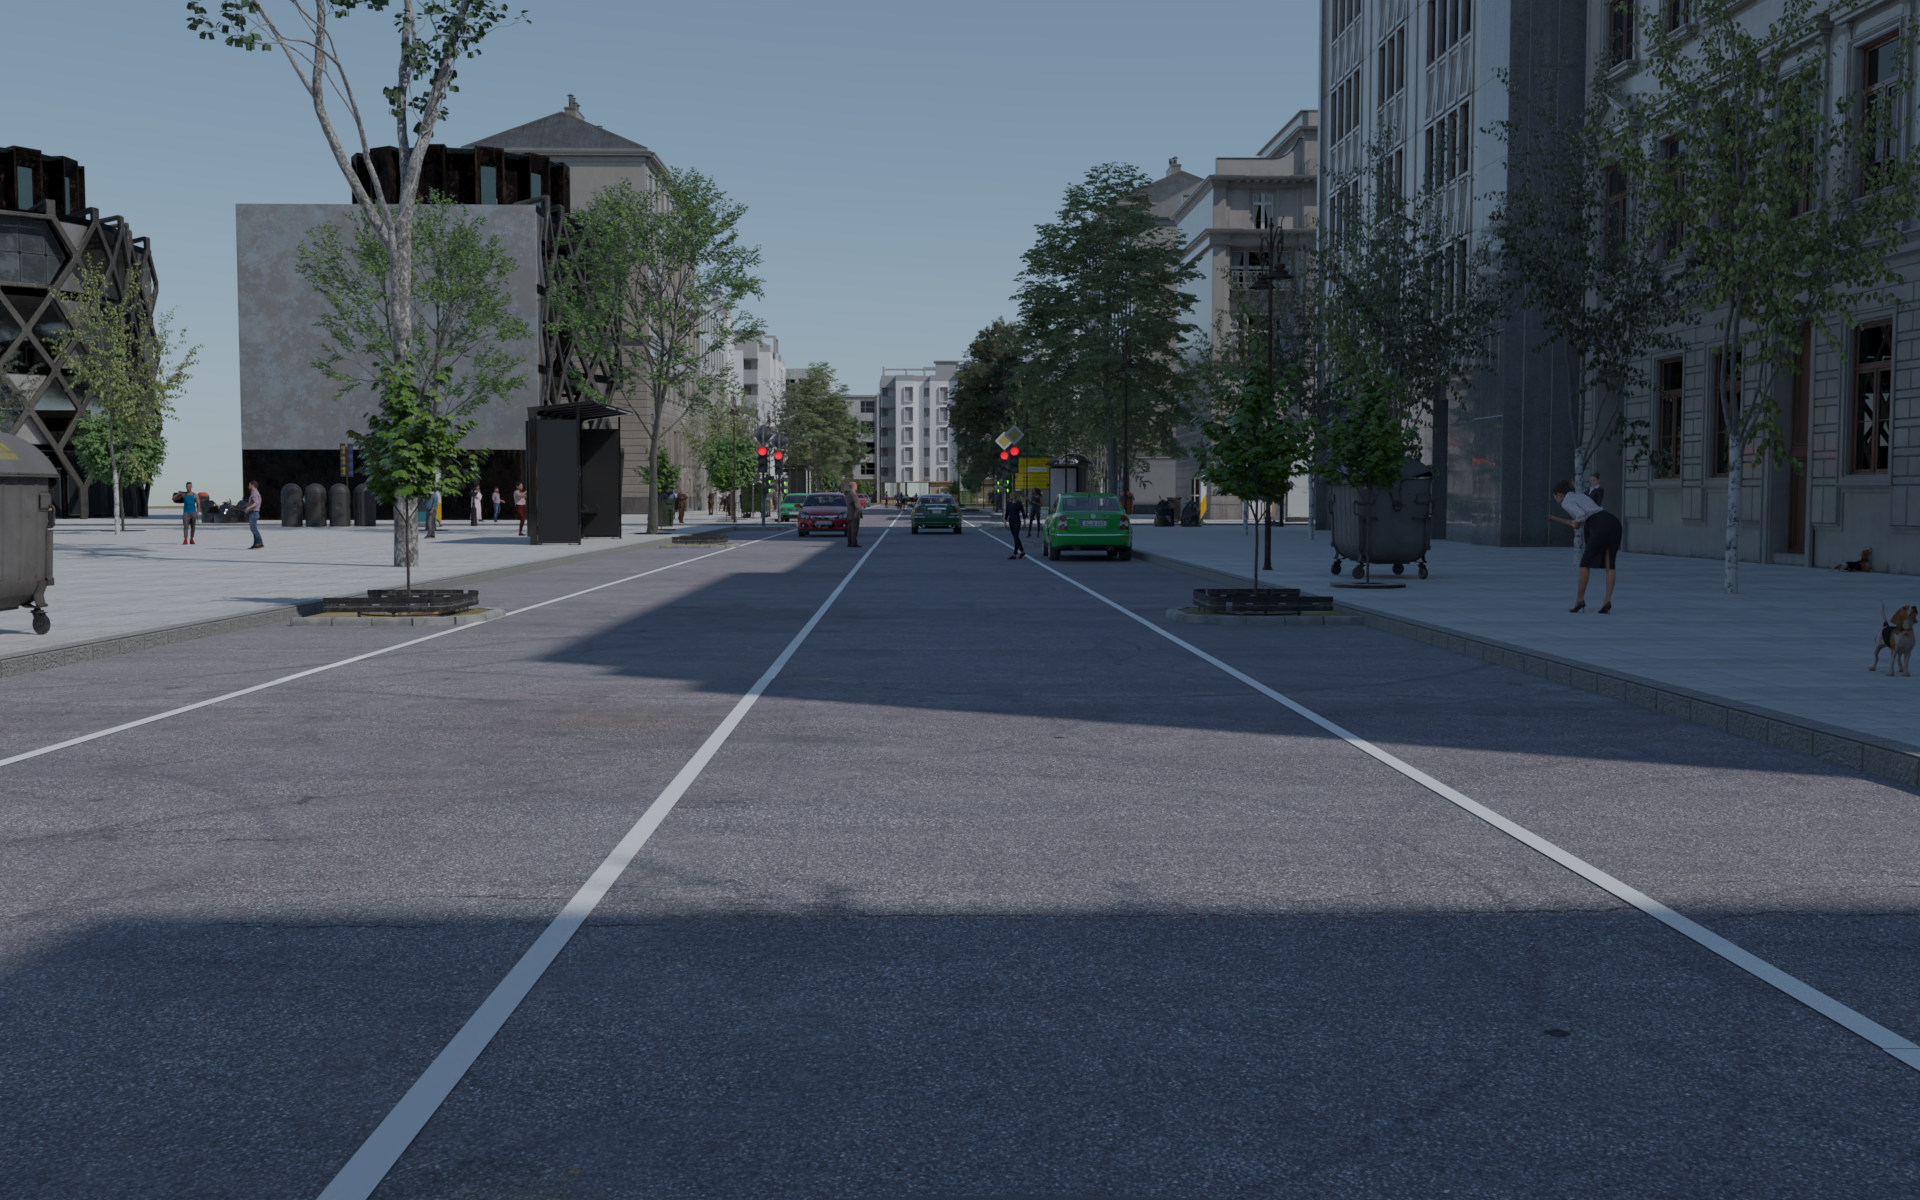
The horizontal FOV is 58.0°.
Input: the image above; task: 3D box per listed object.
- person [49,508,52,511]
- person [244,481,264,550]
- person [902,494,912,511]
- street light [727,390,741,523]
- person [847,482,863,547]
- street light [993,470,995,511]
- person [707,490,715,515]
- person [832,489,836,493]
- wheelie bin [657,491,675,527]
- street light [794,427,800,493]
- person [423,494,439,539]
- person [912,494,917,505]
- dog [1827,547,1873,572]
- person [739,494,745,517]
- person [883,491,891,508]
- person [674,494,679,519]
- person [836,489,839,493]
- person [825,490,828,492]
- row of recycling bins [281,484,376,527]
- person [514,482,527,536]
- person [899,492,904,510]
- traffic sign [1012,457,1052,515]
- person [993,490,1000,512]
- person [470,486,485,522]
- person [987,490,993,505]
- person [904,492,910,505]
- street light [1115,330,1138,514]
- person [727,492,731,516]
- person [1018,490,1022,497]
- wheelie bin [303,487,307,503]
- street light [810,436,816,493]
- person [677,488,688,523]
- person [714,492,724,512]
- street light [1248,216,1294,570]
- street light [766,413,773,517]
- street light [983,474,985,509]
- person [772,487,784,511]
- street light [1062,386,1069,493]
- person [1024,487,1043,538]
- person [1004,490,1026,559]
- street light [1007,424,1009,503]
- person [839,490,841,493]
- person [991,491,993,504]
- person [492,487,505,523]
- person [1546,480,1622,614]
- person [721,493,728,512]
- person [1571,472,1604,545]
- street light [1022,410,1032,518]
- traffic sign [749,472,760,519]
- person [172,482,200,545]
[{"bbox_3d":[-16.841,-1.359,31.448,0.628,1.438,0.799,-2,4,-27],"label":"person"},{"bbox_3d":[-16.306,-1.954,39.948,0.435,1.587,0.963,-2,4,-26],"label":"person"},{"bbox_3d":[-4.571,-8.210,145.915,0.628,1.438,0.799,0,4,5],"label":"person"},{"bbox_3d":[-10.048,-6.380,77.103,0.468,5.910,1.993,0,4,-1],"label":"street light"},{"bbox_3d":[-2.833,-2.299,46.641,0.434,1.755,0.990,-1,4,-19],"label":"person"},{"bbox_3d":[2.593,-9.750,132.206,0.468,5.910,1.993,0,4,-1],"label":"street light"},{"bbox_3d":[-15.087,-5.915,105.028,0.482,1.546,0.388,2,4,33],"label":"person"},{"bbox_3d":[-12.837,-10.486,177.497,1.348,1.822,0.705,3,5,44],"label":"person"},{"bbox_3d":[-11.598,-3.682,68.111,0.693,1.594,0.980,3,4,36],"label":"wheelie bin"},{"bbox_3d":[-10.999,-8.787,116.461,0.468,5.910,1.993,0,4,-1],"label":"street light"},{"bbox_3d":[-15.226,-2.543,49.840,0.429,1.552,0.499,-1,4,-17],"label":"person"},{"bbox_3d":[-5.156,-11.145,193.913,0.799,1.438,0.628,-1,4,-14],"label":"person"},{"bbox_3d":[14.730,-0.659,28.505,0.550,0.427,0.748,-1,4,-18],"label":"dog"},{"bbox_3d":[-12.012,-5.370,96.212,0.453,1.535,0.546,1,4,8],"label":"person"},{"bbox_3d":[-7.663,-10.569,181.989,0.721,1.739,1.217,-3,5,-42],"label":"person"},{"bbox_3d":[-14.561,-4.854,88.596,0.799,1.438,0.628,1,4,21],"label":"person"},{"bbox_3d":[-13.711,-11.514,194.372,1.350,1.814,0.705,-3,4,-37],"label":"person"},{"bbox_3d":[-14.319,-10.891,184.557,0.568,1.767,0.683,0,4,5],"label":"person"},{"bbox_3d":[-24.832,-3.731,68.122,3.534,1.692,1.069,-1,4,-15],"label":"row of recycling bins"},{"bbox_3d":[-13.406,-2.793,53.172,0.517,1.644,0.566,-2,4,-32],"label":"person"},{"bbox_3d":[-5.084,-8.626,151.239,0.593,1.614,0.444,-3,4,-39],"label":"person"},{"bbox_3d":[3.999,-6.268,96.355,2.265,3.308,0.079,0,4,1],"label":"traffic sign"},{"bbox_3d":[2.580,-6.934,121.627,0.429,1.552,0.499,-1,4,-13],"label":"person"},{"bbox_3d":[-22.305,-4.479,79.948,0.621,1.740,0.551,0,4,-2],"label":"person"},{"bbox_3d":[3.514,-12.164,205.455,0.617,1.759,0.750,1,4,16],"label":"person"},{"bbox_3d":[-6.895,-13.193,225.027,0.721,1.723,1.217,2,4,35],"label":"person"},{"bbox_3d":[4.703,-4.669,49.121,0.468,5.910,1.993,0,4,-1],"label":"street light"},{"bbox_3d":[-13.280,-5.610,100.044,0.388,1.546,0.482,-3,5,-41],"label":"person"},{"bbox_3d":[6.534,-11.551,195.616,1.217,1.743,0.721,-2,4,-35],"label":"person"},{"bbox_3d":[-28.292,-4.157,75.869,0.980,1.594,0.693,-1,4,-10],"label":"wheelie bin"},{"bbox_3d":[-11.529,-9.996,136.214,0.468,5.910,1.993,0,4,-1],"label":"street light"},{"bbox_3d":[-12.253,-4.171,76.509,0.482,1.546,0.388,-3,4,-38],"label":"person"},{"bbox_3d":[-17.545,-7.149,126.120,0.799,1.438,0.628,-2,4,-33],"label":"person"},{"bbox_3d":[5.201,-3.445,29.112,0.468,5.910,1.993,0,4,-1],"label":"street light"},{"bbox_3d":[-10.652,-7.580,96.726,0.468,5.910,1.993,0,4,-1],"label":"street light"},{"bbox_3d":[2.080,-10.948,151.788,0.468,5.910,1.993,0,4,-1],"label":"street light"},{"bbox_3d":[-11.965,-6.623,114.857,0.617,1.759,0.750,-1,4,-15],"label":"person"},{"bbox_3d":[4.220,-5.876,68.859,0.468,5.910,1.993,0,4,-1],"label":"street light"},{"bbox_3d":[2.414,-2.867,56.840,0.593,1.643,0.415,0,4,-4],"label":"person"},{"bbox_3d":[1.240,-1.658,38.148,0.480,1.512,0.613,1,4,16],"label":"person"},{"bbox_3d":[3.104,-8.549,112.564,0.468,5.910,1.993,0,4,-1],"label":"street light"},{"bbox_3d":[-12.724,-10.902,184.969,0.721,1.739,1.217,1,4,16],"label":"person"},{"bbox_3d":[4.151,-12.721,214.849,0.721,1.723,1.217,-2,4,-28],"label":"person"},{"bbox_3d":[-20.905,-4.293,78.192,0.435,1.587,0.963,0,4,6],"label":"person"},{"bbox_3d":[6.732,-0.580,18.722,0.799,1.438,0.628,1,4,23],"label":"person"},{"bbox_3d":[-16.687,-7.023,123.074,0.614,1.554,0.590,0,4,0],"label":"person"},{"bbox_3d":[12.725,-1.735,35.218,0.742,1.727,0.445,3,5,40],"label":"person"},{"bbox_3d":[3.595,-7.351,92.976,0.468,5.910,1.993,0,4,-1],"label":"street light"},{"bbox_3d":[-10.605,-5.422,88.752,0.768,2.556,0.104,0,4,5],"label":"traffic sign"},{"bbox_3d":[-19.687,-2.212,44.077,0.647,1.594,0.662,-2,4,-32],"label":"person"}]
